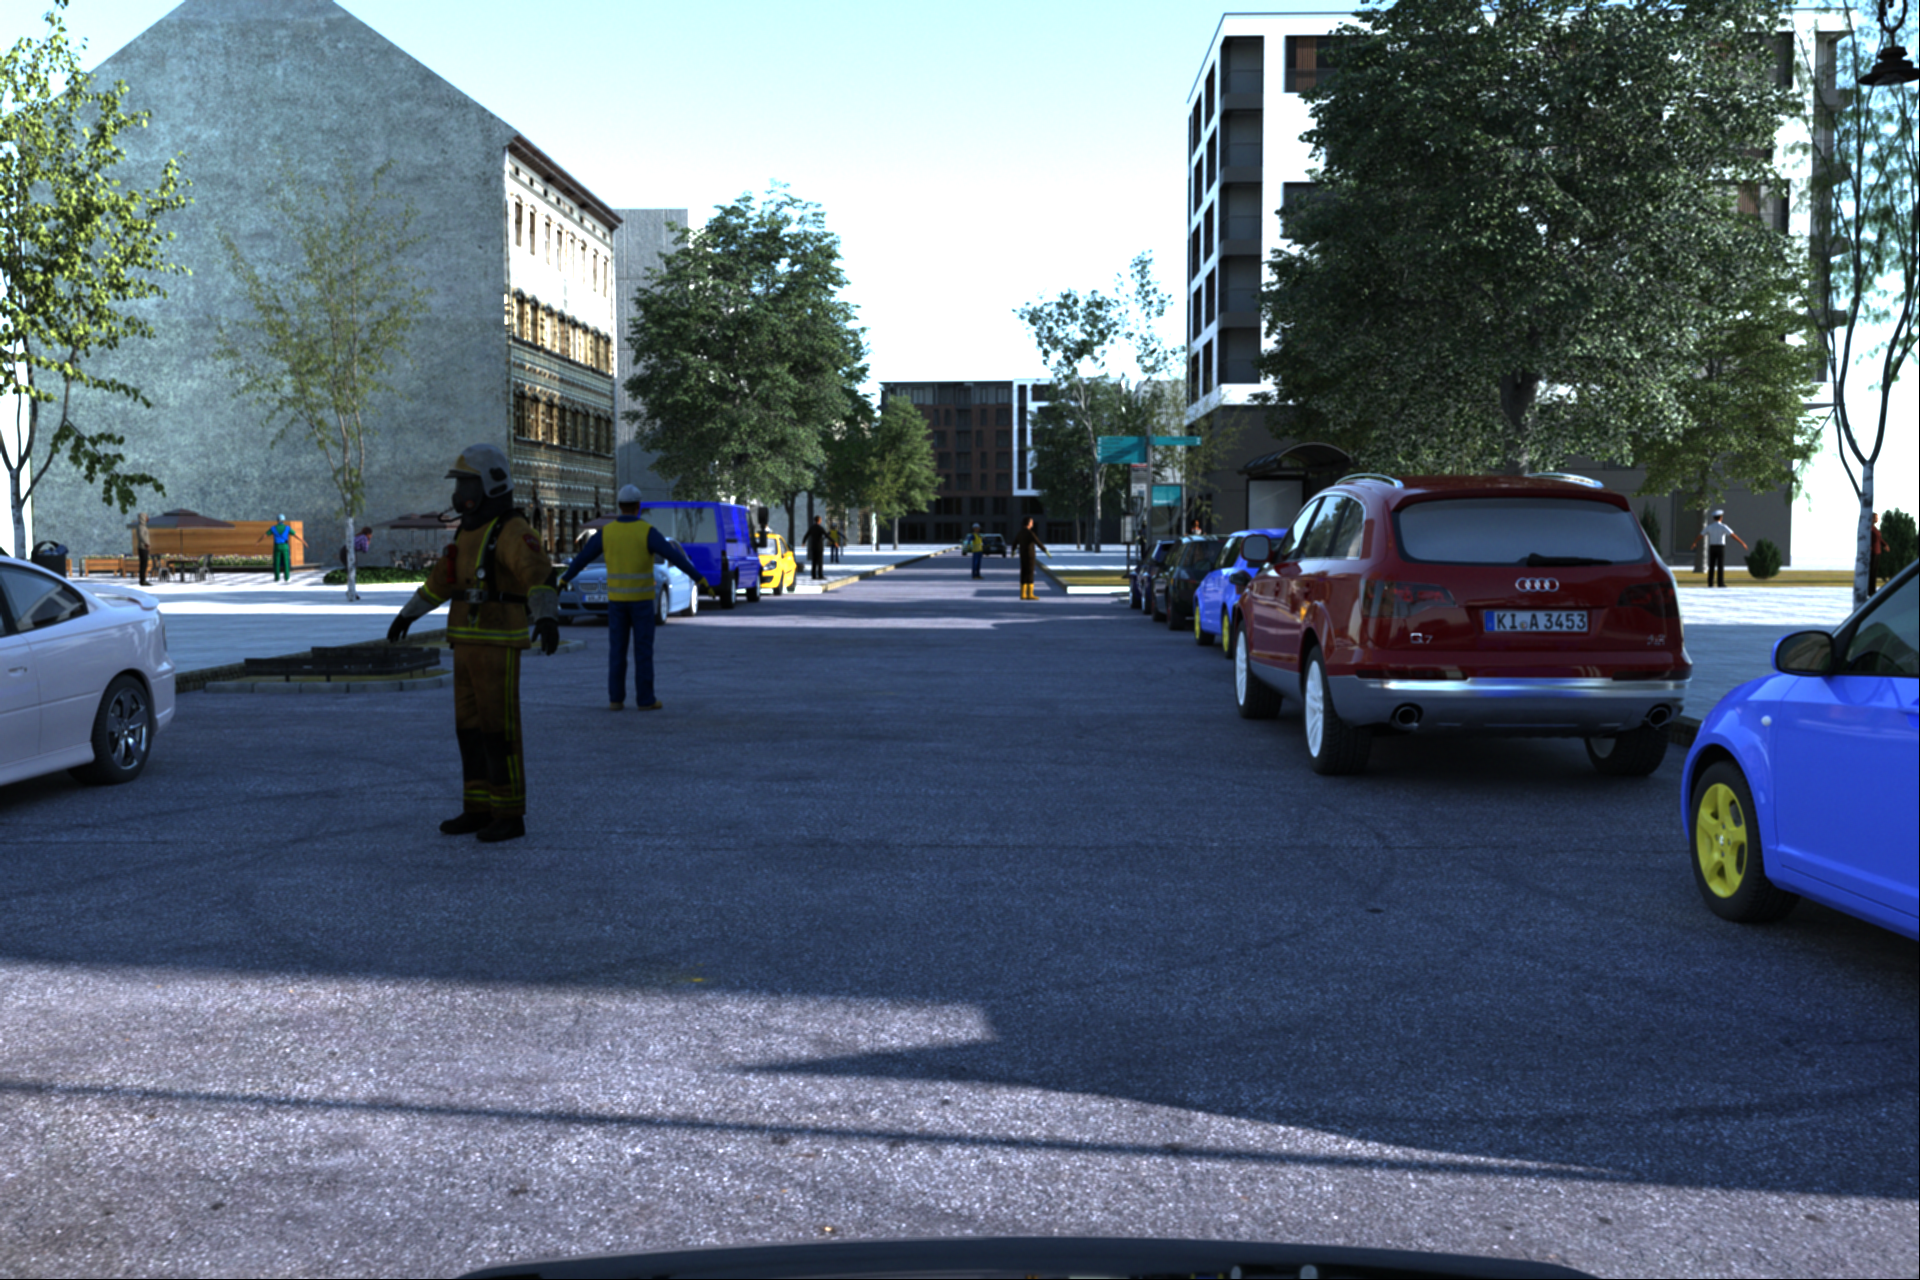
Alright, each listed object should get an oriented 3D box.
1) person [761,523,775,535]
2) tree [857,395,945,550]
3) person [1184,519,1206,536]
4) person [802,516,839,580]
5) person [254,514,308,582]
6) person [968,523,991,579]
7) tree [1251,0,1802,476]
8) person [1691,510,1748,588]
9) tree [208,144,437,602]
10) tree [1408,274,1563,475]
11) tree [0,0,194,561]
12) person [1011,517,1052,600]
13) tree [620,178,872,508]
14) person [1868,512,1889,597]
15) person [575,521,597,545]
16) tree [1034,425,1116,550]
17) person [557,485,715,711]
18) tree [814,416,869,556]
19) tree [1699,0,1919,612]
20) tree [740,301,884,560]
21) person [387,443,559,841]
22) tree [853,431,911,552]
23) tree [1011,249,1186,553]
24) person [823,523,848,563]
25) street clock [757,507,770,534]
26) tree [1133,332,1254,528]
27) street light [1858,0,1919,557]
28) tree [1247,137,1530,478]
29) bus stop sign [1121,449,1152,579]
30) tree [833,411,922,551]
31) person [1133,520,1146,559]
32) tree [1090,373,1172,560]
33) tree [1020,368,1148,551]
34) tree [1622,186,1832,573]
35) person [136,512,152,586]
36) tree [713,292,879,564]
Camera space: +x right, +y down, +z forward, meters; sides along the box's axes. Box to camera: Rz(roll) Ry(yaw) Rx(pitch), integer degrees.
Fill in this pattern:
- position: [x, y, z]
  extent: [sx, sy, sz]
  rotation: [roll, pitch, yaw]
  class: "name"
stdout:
- position: [-8.068, -4.040, 71.917]
  extent: [1.347, 1.847, 0.705]
  rotation: [-2, 4, -35]
  class: "person"
- position: [-5.026, -13.616, 140.755]
  extent: [7.486, 12.596, 7.792]
  rotation: [0, 3, 0]
  class: "tree"
- position: [8.623, -3.496, 63.301]
  extent: [1.345, 1.843, 0.704]
  rotation: [-1, 4, -11]
  class: "person"
- position: [-3.994, -2.606, 48.829]
  extent: [1.346, 1.802, 0.704]
  rotation: [3, 4, 38]
  class: "person"
- position: [-18.283, -2.479, 46.654]
  extent: [1.347, 1.817, 0.704]
  rotation: [-1, 4, -20]
  class: "person"
- position: [0.598, -2.829, 55.169]
  extent: [0.721, 1.772, 1.216]
  rotation: [2, 4, 35]
  class: "person"
- position: [9.957, -7.615, 31.154]
  extent: [9.857, 13.997, 8.962]
  rotation: [0, 3, 0]
  class: "tree"
- position: [18.194, -2.190, 41.599]
  extent: [0.704, 1.855, 1.343]
  rotation: [-3, 5, -43]
  class: "person"
- position: [-11.337, -5.036, 32.700]
  extent: [4.360, 8.622, 3.978]
  rotation: [0, 3, 0]
  class: "tree"
- position: [13.205, -5.850, 46.016]
  extent: [4.360, 8.622, 3.978]
  rotation: [0, 3, 0]
  class: "tree"
- position: [-11.220, -4.289, 20.486]
  extent: [4.737, 8.622, 4.395]
  rotation: [0, 3, 0]
  class: "tree"
- position: [1.493, -1.781, 37.708]
  extent: [0.704, 1.812, 1.346]
  rotation: [-3, 4, -36]
  class: "person"
- position: [-8.136, -9.581, 63.306]
  extent: [9.857, 13.997, 8.962]
  rotation: [0, 3, 0]
  class: "tree"
- position: [18.768, -1.753, 35.475]
  extent: [1.215, 1.729, 0.721]
  rotation: [-3, 5, -45]
  class: "person"
- position: [-15.115, -3.956, 70.862]
  extent: [1.347, 1.806, 0.705]
  rotation: [-2, 4, -29]
  class: "person"
- position: [9.560, -12.806, 143.791]
  extent: [7.601, 10.594, 8.767]
  rotation: [1, 4, 14]
  class: "tree"
- position: [-2.679, -0.350, 14.146]
  extent: [1.349, 1.833, 0.705]
  rotation: [0, 4, 7]
  class: "person"
- position: [-6.771, -9.252, 101.625]
  extent: [4.360, 8.622, 3.978]
  rotation: [0, 3, 0]
  class: "tree"
- position: [9.469, -4.154, 18.279]
  extent: [4.360, 8.622, 3.978]
  rotation: [0, 3, 0]
  class: "tree"
- position: [-7.718, -10.171, 84.415]
  extent: [7.486, 12.596, 7.792]
  rotation: [0, 3, 0]
  class: "tree"
- position: [-2.261, 0.002, 8.194]
  extent: [1.354, 1.858, 0.705]
  rotation: [3, 5, 42]
  class: "person"
- position: [-5.866, -10.439, 121.040]
  extent: [4.737, 8.622, 4.395]
  rotation: [0, 3, 0]
  class: "tree"
- position: [10.043, -15.905, 115.940]
  extent: [12.611, 20.169, 13.585]
  rotation: [0, 3, 0]
  class: "tree"
- position: [-5.548, -4.305, 76.846]
  extent: [1.216, 1.772, 0.721]
  rotation: [1, 4, 11]
  class: "person"
- position: [-5.197, -2.520, 45.772]
  extent: [0.358, 2.002, 0.471]
  rotation: [0, 4, 1]
  class: "street clock"
- position: [7.954, -6.907, 63.293]
  extent: [4.360, 8.622, 3.978]
  rotation: [0, 3, 0]
  class: "tree"
- position: [7.195, -2.448, 12.814]
  extent: [0.468, 5.910, 1.993]
  rotation: [0, 4, 2]
  class: "street light"
- position: [13.212, -8.991, 53.664]
  extent: [9.857, 13.997, 8.962]
  rotation: [0, 3, 0]
  class: "tree"
- position: [5.052, -3.724, 49.598]
  extent: [0.855, 3.939, 0.416]
  rotation: [0, 4, 2]
  class: "bus stop sign"
- position: [-6.474, -11.957, 129.909]
  extent: [7.601, 10.594, 8.767]
  rotation: [-3, 5, -41]
  class: "tree"
- position: [7.390, -3.901, 69.558]
  extent: [1.354, 1.856, 0.705]
  rotation: [-3, 5, -45]
  class: "person"
- position: [8.020, -7.839, 78.524]
  extent: [4.737, 8.622, 4.395]
  rotation: [0, 3, 0]
  class: "tree"
- position: [9.705, -13.748, 131.436]
  extent: [9.857, 13.997, 8.962]
  rotation: [0, 3, 0]
  class: "tree"
- position: [24.834, -8.497, 57.053]
  extent: [7.486, 12.596, 7.792]
  rotation: [0, 3, 0]
  class: "tree"
- position: [-20.147, -2.243, 42.803]
  extent: [0.705, 1.813, 1.348]
  rotation: [-2, 4, -24]
  class: "person"
- position: [-7.363, -9.108, 74.668]
  extent: [9.928, 11.665, 9.643]
  rotation: [0, 3, 0]
  class: "tree"
